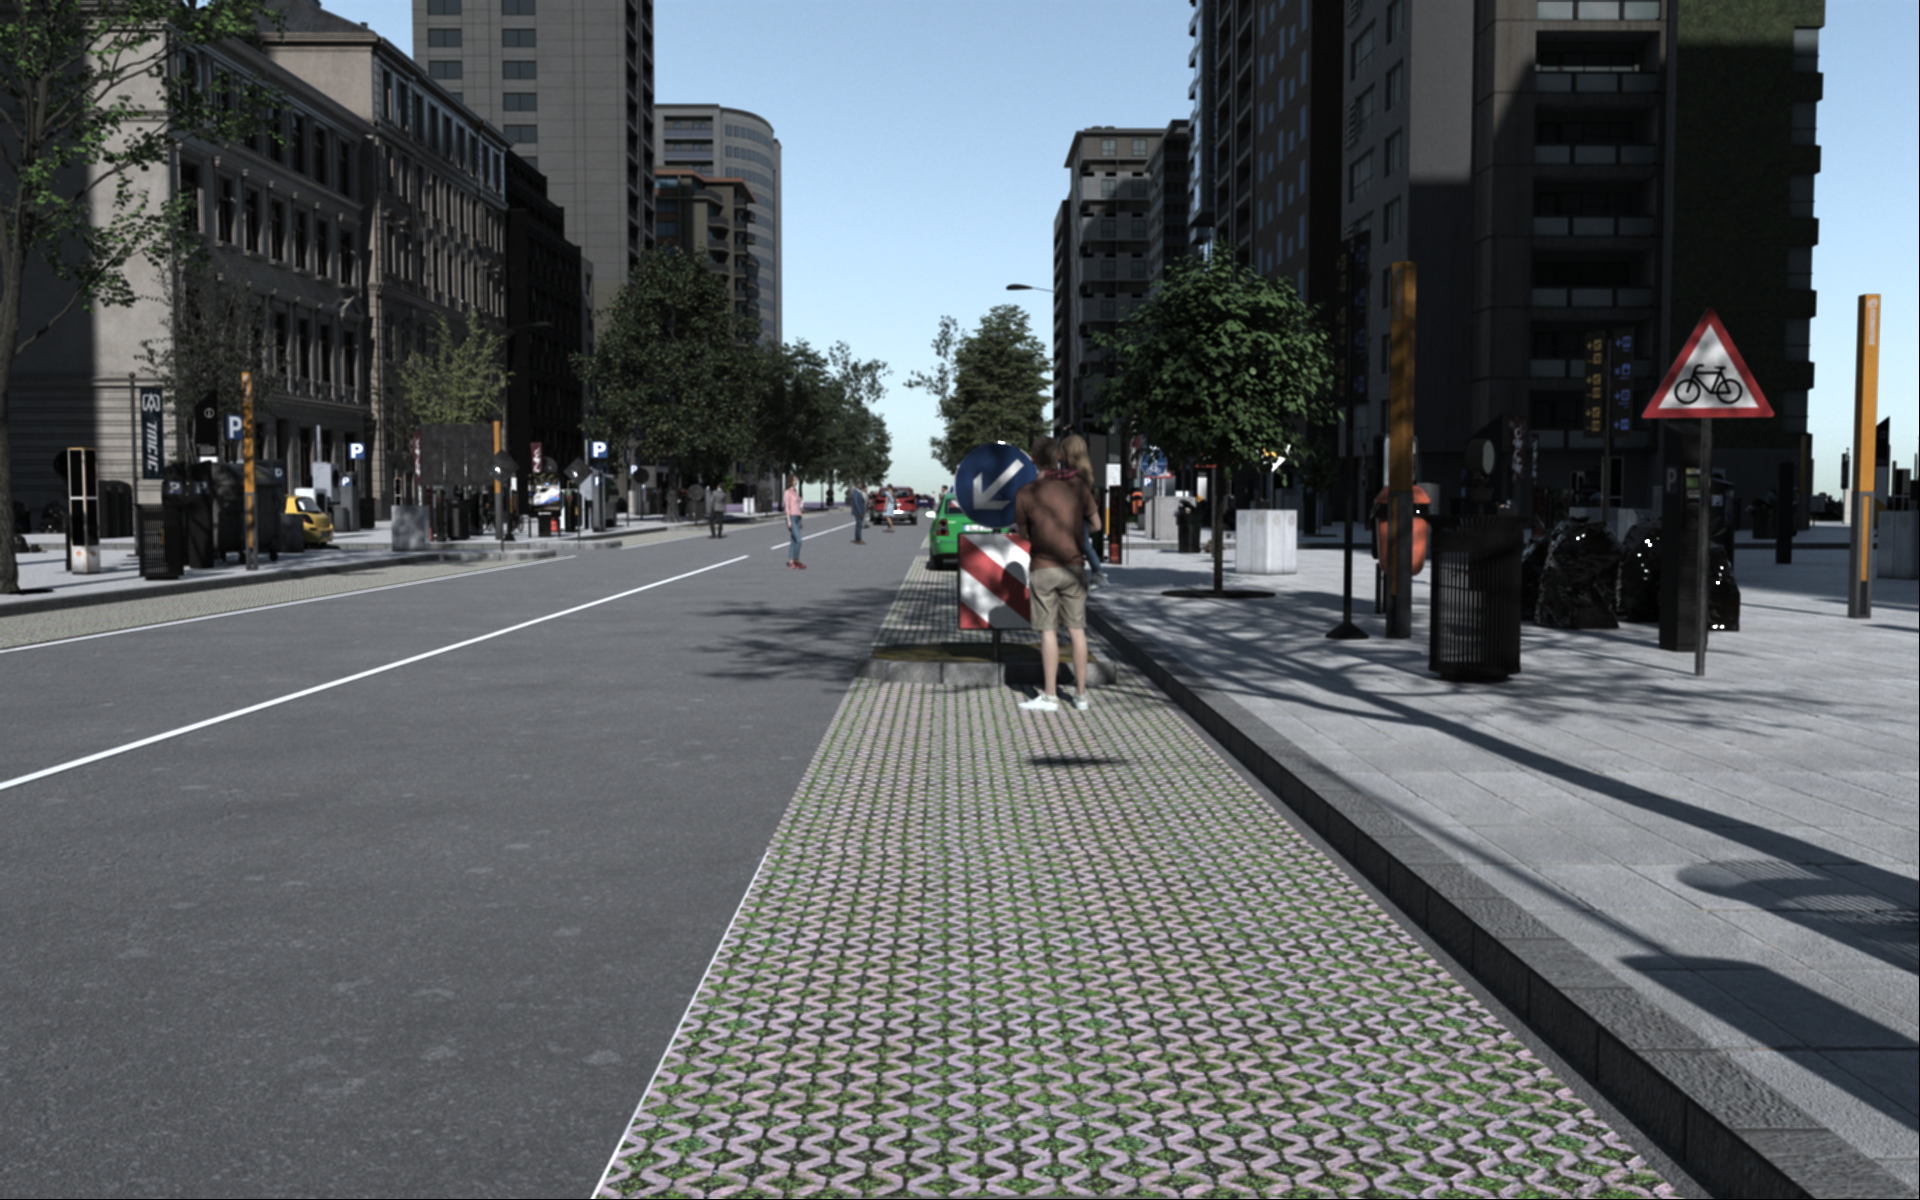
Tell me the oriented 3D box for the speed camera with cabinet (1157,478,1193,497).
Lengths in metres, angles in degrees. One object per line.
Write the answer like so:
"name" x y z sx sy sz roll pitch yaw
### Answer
"speed camera with cabinet" 10.748 -5.696 87.464 2.038 3.252 0.660 0 4 5

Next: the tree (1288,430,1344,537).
"tree" 10.734 -3.529 52.293 1.663 3.219 1.824 0 3 0

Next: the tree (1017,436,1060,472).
"tree" 2.661 -3.848 57.522 1.663 3.219 1.824 0 3 0

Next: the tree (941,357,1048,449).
"tree" 2.437 -11.058 115.202 8.767 10.594 7.601 3 5 42

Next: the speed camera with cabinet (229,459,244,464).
"speed camera with cabinet" -19.327 -3.183 46.386 0.660 3.252 2.038 -2 4 -30

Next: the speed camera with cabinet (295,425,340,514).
"speed camera with cabinet" -18.181 -3.344 49.017 0.660 3.252 2.038 0 4 0

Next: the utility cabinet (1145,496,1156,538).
"utility cabinet" 5.947 -2.442 51.082 1.020 1.237 0.306 3 5 42

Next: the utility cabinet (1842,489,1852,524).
"utility cabinet" 37.955 -3.942 73.128 1.173 1.500 0.318 1 4 14

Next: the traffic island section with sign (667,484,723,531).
"traffic island section with sign" -10.411 -3.645 68.227 1.989 1.847 2.006 0 4 0

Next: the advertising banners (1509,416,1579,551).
"advertising banners" 12.873 -2.576 38.308 0.090 3.025 2.074 -2 4 -27

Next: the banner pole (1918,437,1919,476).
"banner pole" 41.630 -5.193 74.922 0.401 3.779 0.863 0 4 -3

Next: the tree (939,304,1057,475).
"tree" 2.390 -11.366 103.962 7.486 12.596 7.792 0 3 0

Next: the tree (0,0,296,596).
"tree" -12.191 -5.887 22.005 9.928 11.665 9.643 0 3 0

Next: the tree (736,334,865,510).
"tree" -13.748 -14.215 139.077 9.857 13.997 8.962 0 3 0

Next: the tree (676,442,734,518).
"tree" -13.761 -6.701 93.270 4.285 4.588 4.351 0 3 0

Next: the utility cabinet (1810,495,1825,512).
"utility cabinet" 46.963 -5.138 95.170 1.020 1.237 0.306 0 4 -2

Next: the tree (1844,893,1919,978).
"tree" 2.987 -5.747 4.333 12.009 13.543 11.850 0 3 0

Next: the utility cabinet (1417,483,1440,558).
"utility cabinet" 9.221 -1.593 34.727 0.318 1.500 1.173 -1 4 -11

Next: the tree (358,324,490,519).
"tree" -23.395 -7.588 74.430 4.360 8.622 3.978 0 3 0

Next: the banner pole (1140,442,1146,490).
"banner pole" 8.807 -5.715 83.458 0.401 3.779 0.863 -1 4 -22

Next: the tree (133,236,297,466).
"tree" -21.883 -6.105 50.186 4.360 8.622 3.978 0 3 0

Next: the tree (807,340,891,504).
"tree" -14.863 -22.042 216.273 12.611 20.169 13.585 0 3 0

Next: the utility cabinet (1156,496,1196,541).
"utility cabinet" 5.983 -2.229 47.601 1.020 1.237 0.306 3 5 39

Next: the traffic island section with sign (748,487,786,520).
"traffic island section with sign" -10.595 -5.294 95.182 1.989 1.847 2.006 0 4 0

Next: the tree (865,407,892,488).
"tree" -14.510 -17.493 192.662 9.857 13.997 8.962 0 3 0

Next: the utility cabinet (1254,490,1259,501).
"utility cabinet" 14.303 -4.655 84.793 0.318 1.500 1.173 0 4 -6

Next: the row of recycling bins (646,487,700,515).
"row of recycling bins" -18.291 -6.389 111.578 3.534 1.692 1.069 -3 5 -39

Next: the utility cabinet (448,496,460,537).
"utility cabinet" -15.095 -2.480 51.717 0.306 1.237 1.020 -1 4 -14

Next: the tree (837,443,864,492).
"tree" -14.702 -17.028 228.767 4.360 8.622 3.978 0 3 0

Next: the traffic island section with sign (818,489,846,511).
"traffic island section with sign" -10.946 -8.439 146.599 1.989 1.847 2.006 0 4 0

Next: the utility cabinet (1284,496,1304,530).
"utility cabinet" 11.928 -3.093 61.733 0.306 1.237 1.020 3 5 44

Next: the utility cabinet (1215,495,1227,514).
"utility cabinet" 14.149 -4.966 92.358 1.020 1.237 0.306 2 4 29

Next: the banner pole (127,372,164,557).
"banner pole" -16.833 -2.800 35.798 0.401 3.779 0.863 3 4 38

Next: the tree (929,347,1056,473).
"tree" 2.772 -13.054 130.435 9.611 12.733 9.660 0 3 0

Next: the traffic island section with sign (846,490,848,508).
"traffic island section with sign" -11.137 -10.087 173.553 1.989 1.847 2.006 0 4 0

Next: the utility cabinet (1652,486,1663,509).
"utility cabinet" 20.276 -2.475 49.137 1.173 1.500 0.318 1 4 23

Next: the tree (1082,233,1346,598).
"tree" 3.333 -2.328 21.775 4.285 4.588 4.351 0 3 0

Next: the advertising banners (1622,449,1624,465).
"advertising banners" 23.074 -3.926 60.377 0.090 3.025 2.074 1 4 22

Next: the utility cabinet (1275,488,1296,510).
"utility cabinet" 12.955 -3.691 69.028 0.318 1.500 1.173 3 4 38

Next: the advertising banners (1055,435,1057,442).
"advertising banners" 2.724 -3.334 50.691 0.090 3.025 2.074 1 4 10

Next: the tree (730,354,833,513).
"tree" -13.598 -11.019 114.571 7.601 10.594 8.767 1 4 14

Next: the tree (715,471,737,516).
"tree" -13.793 -6.450 100.059 1.663 3.219 1.824 0 3 0

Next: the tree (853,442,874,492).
"tree" -13.731 -17.768 240.866 4.737 8.622 4.395 0 3 0

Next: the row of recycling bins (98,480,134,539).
"row of recycling bins" -25.250 -2.699 51.234 1.069 1.692 3.534 -1 4 -11

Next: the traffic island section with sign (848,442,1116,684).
"traffic island section with sign" 0.172 -0.323 13.915 1.989 1.847 2.006 0 4 0

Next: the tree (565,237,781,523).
"tree" -12.872 -9.814 77.465 9.611 12.733 9.660 0 3 0

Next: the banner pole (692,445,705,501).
"banner pole" -13.374 -6.017 88.388 0.863 3.779 0.401 1 4 13

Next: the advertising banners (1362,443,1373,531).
"advertising banners" 14.323 -3.950 60.762 0.090 3.025 2.074 2 4 26

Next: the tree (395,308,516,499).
"tree" -19.618 -7.177 67.713 4.737 8.622 4.395 0 3 0

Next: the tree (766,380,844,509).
"tree" -14.120 -13.951 153.857 9.928 11.665 9.643 0 3 0

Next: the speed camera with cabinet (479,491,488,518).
"speed camera with cabinet" -24.515 -5.888 90.612 0.660 3.252 2.038 2 4 32

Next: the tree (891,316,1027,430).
"tree" 0.770 -20.090 184.363 12.611 20.169 13.585 0 3 0

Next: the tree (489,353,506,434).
"tree" -23.618 -8.116 83.065 4.360 8.622 3.978 0 3 0

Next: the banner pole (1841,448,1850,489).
"banner pole" 48.018 -6.360 94.000 0.401 3.779 0.863 0 4 1

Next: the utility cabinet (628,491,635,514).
"utility cabinet" -20.866 -6.316 111.953 1.173 1.500 0.318 0 4 7

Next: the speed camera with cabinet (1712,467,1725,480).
"speed camera with cabinet" 47.127 -6.922 107.506 2.038 3.252 0.660 -1 4 -18

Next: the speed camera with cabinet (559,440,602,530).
"speed camera with cabinet" -13.662 -4.149 62.168 0.660 3.252 2.038 2 4 25
